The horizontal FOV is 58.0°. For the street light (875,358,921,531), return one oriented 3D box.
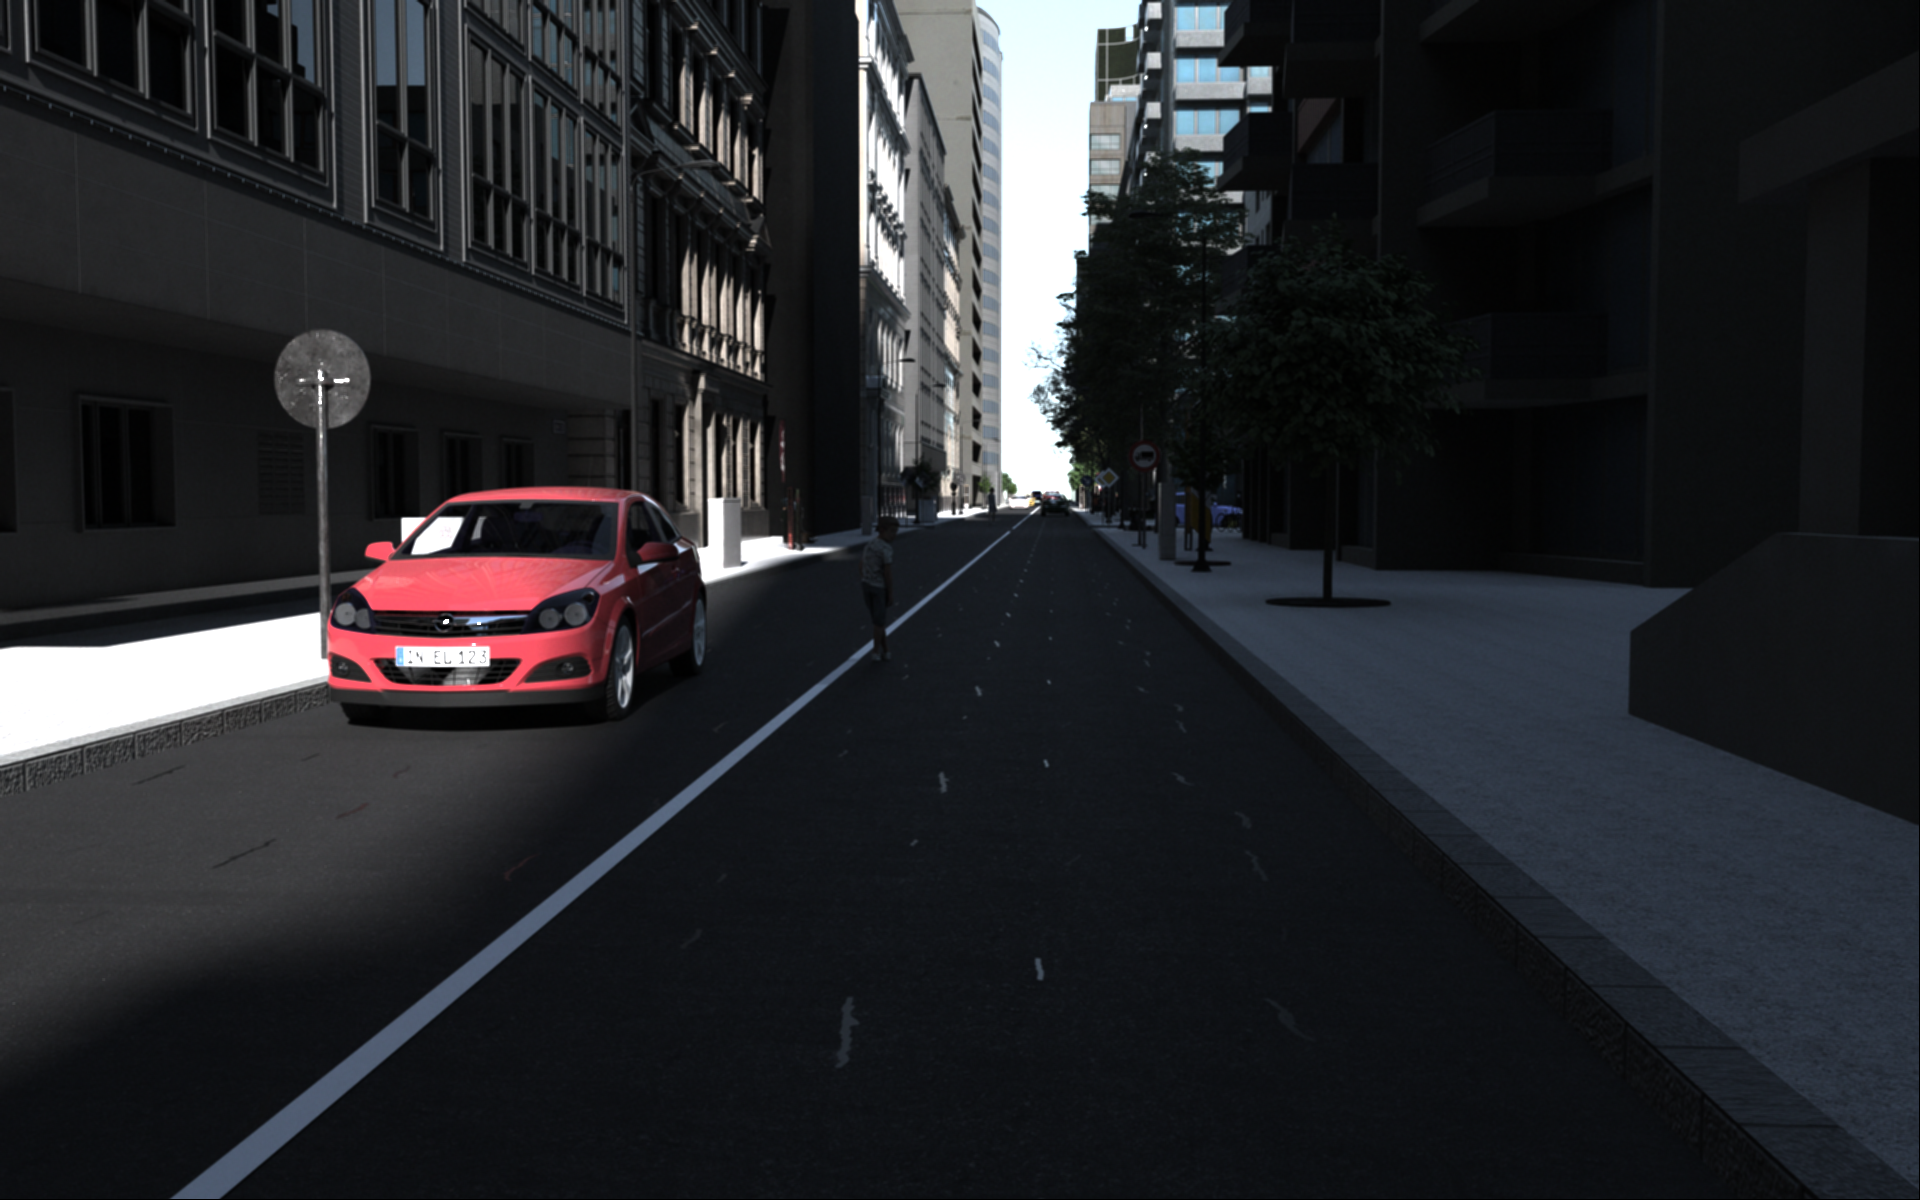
[{"bbox_3d":[-2.231,-5.318,59.492,1.470,5.913,1.316,0,4,3],"label":"street light"}]

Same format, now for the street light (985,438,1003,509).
[{"bbox_3d":[2.774,-10.812,149.325,1.470,5.913,1.316,0,4,3],"label":"street light"}]

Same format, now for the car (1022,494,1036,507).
[{"bbox_3d":[7.333,-11.004,190.137,2.015,1.641,3.980,0,4,3],"label":"car"}]

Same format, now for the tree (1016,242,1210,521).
[{"bbox_3d":[7.858,-10.555,82.941,12.009,13.543,11.850,0,3,0],"label":"tree"}]

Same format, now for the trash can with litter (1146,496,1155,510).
[{"bbox_3d":[12.091,-5.985,109.236,1.055,1.170,0.624,-3,5,-40],"label":"trash can with litter"}]

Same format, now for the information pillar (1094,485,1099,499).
[{"bbox_3d":[10.798,-8.104,136.985,0.304,2.012,0.304,-1,4,-9],"label":"information pillar"}]

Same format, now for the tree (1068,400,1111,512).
[{"bbox_3d":[9.141,-10.472,121.577,4.737,8.622,4.395,0,3,0],"label":"tree"}]

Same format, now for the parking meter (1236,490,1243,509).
[{"bbox_3d":[15.506,-5.358,96.013,0.372,1.533,0.369,0,3,0],"label":"parking meter"}]

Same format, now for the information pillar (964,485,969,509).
[{"bbox_3d":[0.519,-8.713,146.952,0.304,2.012,0.304,-3,4,-36],"label":"information pillar"}]

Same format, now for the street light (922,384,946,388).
[{"bbox_3d":[-1.287,-6.158,73.229,1.470,5.913,1.316,0,4,3],"label":"street light"}]

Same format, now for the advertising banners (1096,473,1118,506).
[{"bbox_3d":[12.004,-8.852,140.916,2.074,3.025,0.090,-1,4,-19],"label":"advertising banners"}]

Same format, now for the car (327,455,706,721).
[{"bbox_3d":[-2.973,-0.199,12.288,2.155,1.783,4.494,0,4,1],"label":"car"}]

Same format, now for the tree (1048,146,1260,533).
[{"bbox_3d":[6.803,-8.468,56.586,7.486,12.596,7.792,0,3,0],"label":"tree"}]

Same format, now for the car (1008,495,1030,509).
[{"bbox_3d":[5.703,-9.449,166.845,2.083,1.381,4.827,0,4,1],"label":"car"}]

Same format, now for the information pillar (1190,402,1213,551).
[{"bbox_3d":[5.434,-2.911,38.952,0.504,3.616,0.183,-1,4,-18],"label":"information pillar"}]

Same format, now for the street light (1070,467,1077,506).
[{"bbox_3d":[7.974,-8.469,111.012,1.470,5.913,1.316,0,4,3],"label":"street light"}]

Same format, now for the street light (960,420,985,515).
[{"bbox_3d":[0.628,-8.304,108.306,1.470,5.913,1.316,0,4,3],"label":"street light"}]

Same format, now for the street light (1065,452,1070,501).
[{"bbox_3d":[10.329,-11.094,153.931,1.470,5.913,1.316,0,4,3],"label":"street light"}]

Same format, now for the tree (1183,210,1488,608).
[{"bbox_3d":[4.327,-2.223,20.062,4.285,4.588,4.351,0,3,0],"label":"tree"}]

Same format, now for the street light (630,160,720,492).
[{"bbox_3d":[-4.035,-3.165,24.289,1.470,5.913,1.316,0,4,3],"label":"street light"}]

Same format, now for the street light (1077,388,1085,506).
[{"bbox_3d":[5.976,-6.308,75.676,1.470,5.913,1.316,0,4,3],"label":"street light"}]

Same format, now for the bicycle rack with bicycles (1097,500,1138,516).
[{"bbox_3d":[9.266,-5.433,102.216,2.852,0.926,2.925,0,4,-7],"label":"bicycle rack with bicycles"}]

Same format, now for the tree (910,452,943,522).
[{"bbox_3d":[-1.585,-5.150,78.800,1.663,3.219,1.824,0,3,0],"label":"tree"}]

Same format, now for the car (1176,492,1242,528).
[{"bbox_3d":[9.608,-3.630,68.941,3.694,1.707,1.945,0,4,3],"label":"car"}]

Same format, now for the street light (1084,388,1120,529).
[{"bbox_3d":[5.408,-5.560,63.441,1.470,5.913,1.316,0,4,3],"label":"street light"}]

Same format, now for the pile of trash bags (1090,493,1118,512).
[{"bbox_3d":[10.221,-7.031,124.703,1.912,1.369,3.447,1,4,23],"label":"pile of trash bags"}]

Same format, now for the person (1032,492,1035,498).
[{"bbox_3d":[9.836,-13.719,233.614,0.445,1.727,0.742,2,4,24],"label":"person"}]

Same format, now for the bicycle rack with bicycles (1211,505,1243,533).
[{"bbox_3d":[8.945,-2.725,57.930,2.852,0.926,2.925,-1,4,-9],"label":"bicycle rack with bicycles"}]

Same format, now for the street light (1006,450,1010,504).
[{"bbox_3d":[4.648,-12.944,184.170,1.470,5.913,1.316,0,4,3],"label":"street light"}]

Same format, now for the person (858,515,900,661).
[{"bbox_3d":[-0.696,-0.106,14.912,0.352,1.250,0.332,0,4,-5],"label":"person"}]

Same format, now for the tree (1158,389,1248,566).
[{"bbox_3d":[4.339,-2.256,31.490,1.663,3.219,1.824,0,3,0],"label":"tree"}]

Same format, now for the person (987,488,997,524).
[{"bbox_3d":[1.521,-4.447,81.966,0.466,1.731,0.760,0,4,6],"label":"person"}]

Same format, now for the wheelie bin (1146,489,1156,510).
[{"bbox_3d":[12.297,-6.289,110.732,0.980,1.594,0.693,-1,4,-18],"label":"wheelie bin"}]

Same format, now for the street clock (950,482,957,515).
[{"bbox_3d":[-0.373,-6.114,104.527,0.358,2.002,0.471,2,4,31],"label":"street clock"}]

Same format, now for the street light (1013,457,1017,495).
[{"bbox_3d":[6.515,-15.079,219.080,1.470,5.913,1.316,0,4,3],"label":"street light"}]

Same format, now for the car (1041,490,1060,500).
[{"bbox_3d":[9.570,-10.471,179.873,2.281,1.827,5.304,0,4,5],"label":"car"}]

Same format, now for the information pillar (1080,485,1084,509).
[{"bbox_3d":[10.194,-8.606,145.195,0.304,2.012,0.304,0,4,-6],"label":"information pillar"}]

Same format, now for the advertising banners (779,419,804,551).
[{"bbox_3d":[-3.887,-2.668,39.813,0.090,3.025,2.074,-1,4,-19],"label":"advertising banners"}]

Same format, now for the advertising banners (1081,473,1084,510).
[{"bbox_3d":[9.936,-8.817,140.338,0.090,3.025,2.074,1,4,10],"label":"advertising banners"}]

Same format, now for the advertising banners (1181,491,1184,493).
[{"bbox_3d":[13.587,-6.659,105.066,0.090,3.025,2.074,0,4,-1],"label":"advertising banners"}]

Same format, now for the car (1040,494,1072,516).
[{"bbox_3d":[6.241,-6.207,113.274,2.131,1.459,4.920,0,4,5],"label":"car"}]

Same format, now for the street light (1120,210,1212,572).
[{"bbox_3d":[3.456,-3.423,28.511,1.470,5.913,1.316,0,4,3],"label":"street light"}]

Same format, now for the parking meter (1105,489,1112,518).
[{"bbox_3d":[7.908,-5.125,92.211,0.372,1.533,0.369,0,3,0],"label":"parking meter"}]

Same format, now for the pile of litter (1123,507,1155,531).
[{"bbox_3d":[6.336,-2.852,60.590,1.176,0.858,1.719,0,4,-8],"label":"pile of litter"}]

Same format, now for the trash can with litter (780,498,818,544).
[{"bbox_3d":[-4.182,-2.071,45.242,1.055,1.170,0.624,2,4,32],"label":"trash can with litter"}]
